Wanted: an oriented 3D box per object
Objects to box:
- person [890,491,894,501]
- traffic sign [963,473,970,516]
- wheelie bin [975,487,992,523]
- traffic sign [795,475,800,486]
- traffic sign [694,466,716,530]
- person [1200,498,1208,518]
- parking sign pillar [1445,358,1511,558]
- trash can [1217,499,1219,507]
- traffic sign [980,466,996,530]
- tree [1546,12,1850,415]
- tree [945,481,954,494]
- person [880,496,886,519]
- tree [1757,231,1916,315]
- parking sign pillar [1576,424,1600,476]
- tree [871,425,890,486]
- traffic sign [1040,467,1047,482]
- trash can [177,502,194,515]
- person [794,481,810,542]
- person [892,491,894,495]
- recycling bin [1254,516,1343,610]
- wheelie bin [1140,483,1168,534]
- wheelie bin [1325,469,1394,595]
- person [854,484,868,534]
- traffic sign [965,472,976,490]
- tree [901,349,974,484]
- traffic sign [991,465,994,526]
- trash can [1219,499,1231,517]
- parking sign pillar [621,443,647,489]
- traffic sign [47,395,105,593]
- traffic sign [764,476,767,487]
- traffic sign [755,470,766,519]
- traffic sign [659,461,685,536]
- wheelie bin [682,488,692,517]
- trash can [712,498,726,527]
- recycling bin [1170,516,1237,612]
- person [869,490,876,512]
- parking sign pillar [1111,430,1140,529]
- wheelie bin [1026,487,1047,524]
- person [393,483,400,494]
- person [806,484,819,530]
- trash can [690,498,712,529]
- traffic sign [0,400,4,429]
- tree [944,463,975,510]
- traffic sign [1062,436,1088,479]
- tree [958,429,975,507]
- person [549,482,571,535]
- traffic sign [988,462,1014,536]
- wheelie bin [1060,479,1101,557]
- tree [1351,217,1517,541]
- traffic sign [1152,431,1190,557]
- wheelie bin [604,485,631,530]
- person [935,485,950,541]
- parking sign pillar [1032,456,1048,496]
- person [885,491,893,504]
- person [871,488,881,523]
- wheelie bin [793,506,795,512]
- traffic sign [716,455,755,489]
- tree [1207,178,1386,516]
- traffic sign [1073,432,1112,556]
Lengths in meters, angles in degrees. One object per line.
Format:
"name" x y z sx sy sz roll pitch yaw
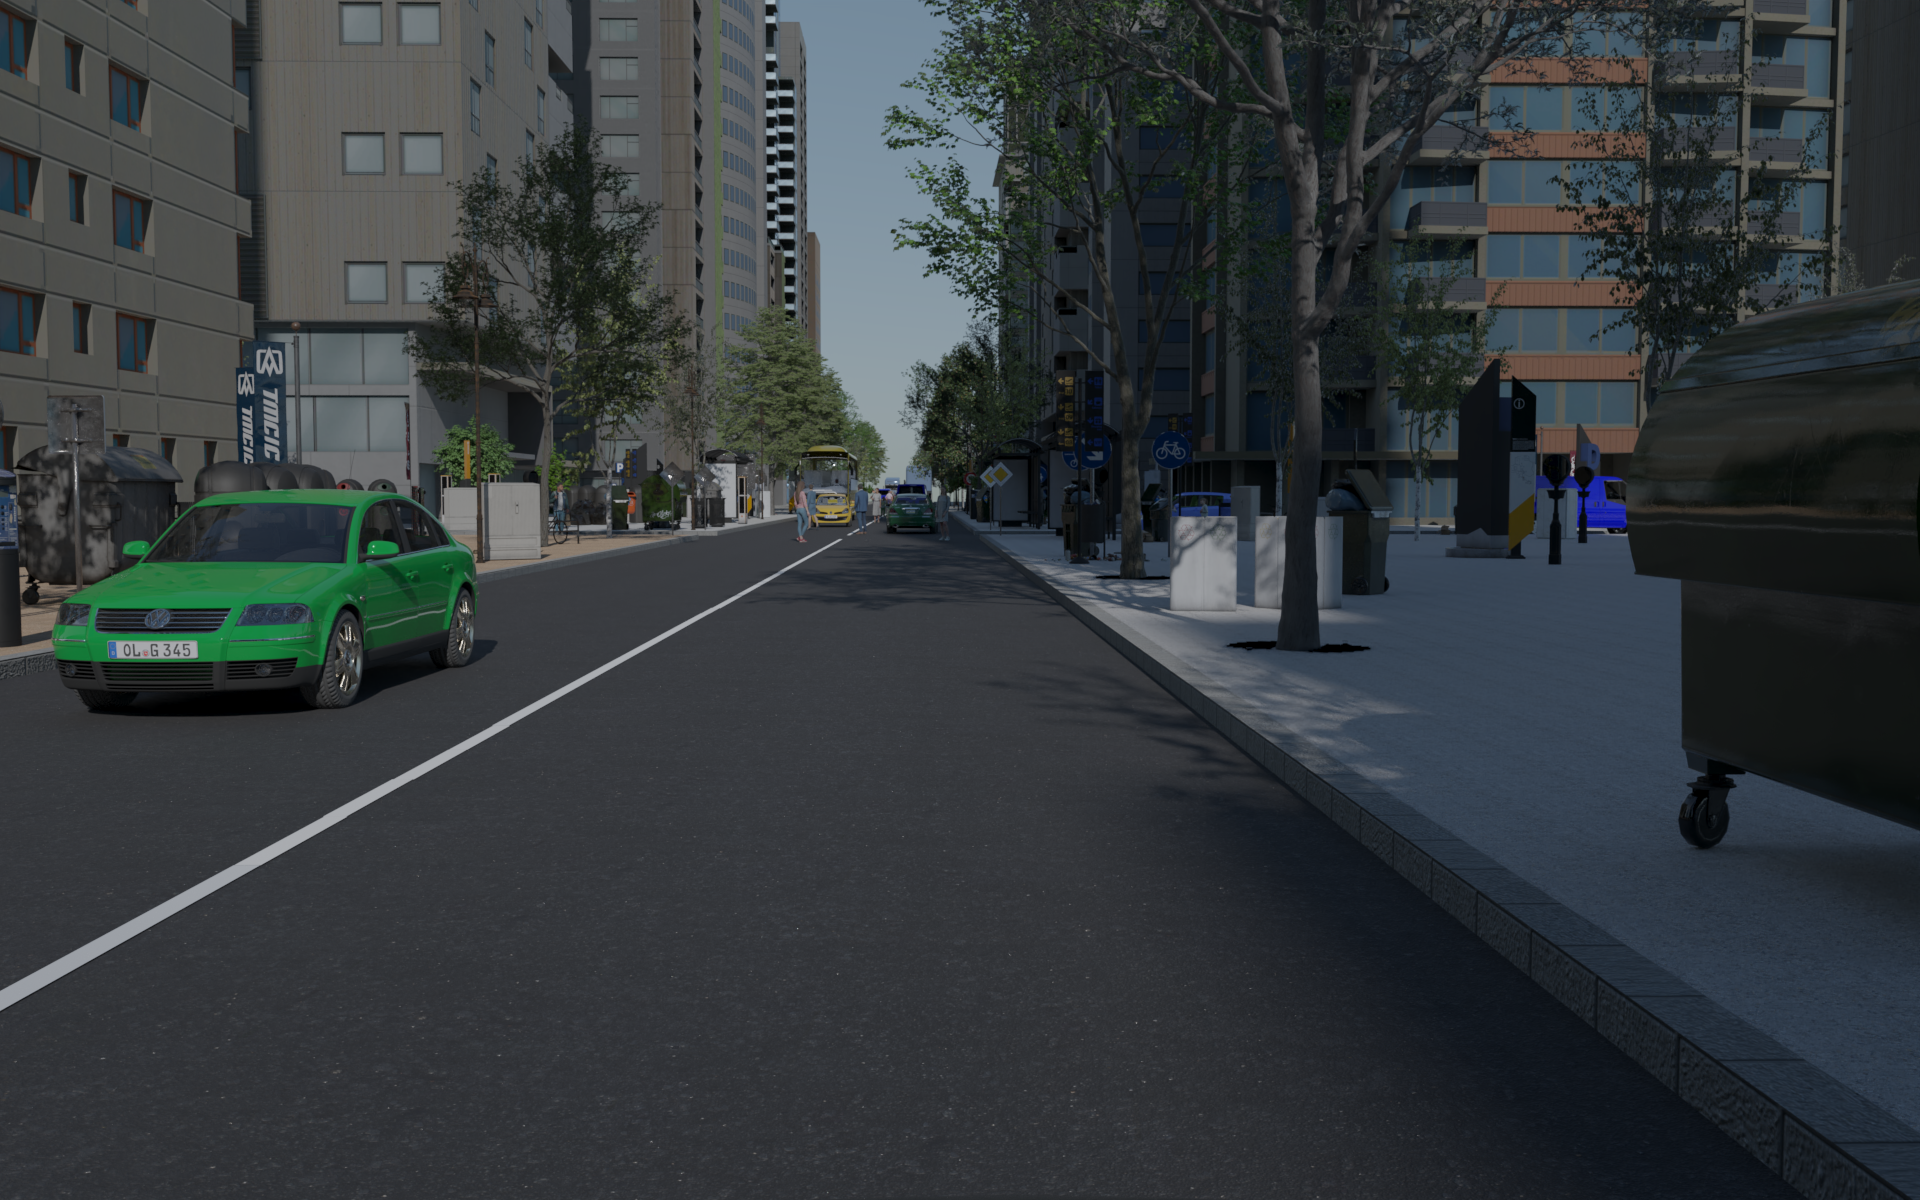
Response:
"person" -7.438 -10.771 185.161 0.990 1.755 0.434 -2 4 -30
"traffic sign" 0.586 -6.244 102.198 0.768 2.556 0.104 0 4 0
"wheelie bin" 1.115 -4.276 77.817 0.693 1.594 0.980 -2 4 -25
"traffic sign" -10.596 -6.937 113.521 0.768 2.556 0.104 0 4 7
"traffic sign" -9.009 -3.523 61.237 0.795 2.450 0.064 0 4 -1
"person" 7.942 -2.675 56.510 0.394 1.301 0.425 -2 4 -29
"parking sign pillar" 10.634 -2.856 35.172 1.447 3.967 1.447 -1 4 -15
"trash can" 15.516 -5.884 107.850 0.748 1.137 0.748 0 3 0
"traffic sign" 1.083 -3.534 61.431 0.795 2.450 0.064 0 4 -1
"tree" 11.072 -4.659 26.545 4.360 8.622 3.978 0 3 0
"tree" -1.094 -11.418 181.282 1.663 3.219 1.824 0 3 0
"person" -4.512 -5.426 101.464 0.306 1.304 0.590 -1 4 -18
"tree" 26.417 -6.145 50.830 4.360 8.622 3.978 0 3 0
"parking sign pillar" 24.173 -4.783 66.675 1.447 3.967 1.447 3 5 43
"tree" -14.369 -21.262 265.758 7.486 12.596 7.792 0 3 0
"traffic sign" 3.592 -4.850 79.396 0.768 2.556 0.104 0 4 1
"trash can" -14.254 -1.263 32.299 0.748 1.137 0.748 0 3 0
"person" -4.698 -2.639 51.651 0.555 1.821 0.388 2 4 35
"person" -7.239 -11.006 189.185 0.721 1.736 1.217 0 4 -4
"recycling bin" 3.810 -0.425 19.496 0.722 1.027 0.722 -3 5 -39
"wheelie bin" 5.603 -2.560 49.766 0.693 1.594 0.980 -2 4 -29
"wheelie bin" 5.091 -0.875 22.212 0.693 1.594 0.980 3 5 40
"person" -3.502 -3.240 61.656 0.419 1.800 0.721 3 5 40
"traffic sign" 0.651 -6.176 101.076 0.768 2.556 0.104 0 4 3
"tree" -0.506 -22.444 222.846 12.611 20.169 13.585 0 3 0
"traffic sign" 1.362 -4.288 70.120 0.884 2.594 0.081 0 4 6
"trash can" 15.015 -5.157 95.972 0.748 1.137 0.748 0 3 0
"parking sign pillar" -17.048 -6.249 90.640 1.447 3.967 1.447 -2 4 -35
"traffic sign" -9.153 -0.968 17.961 0.606 2.300 0.079 0 4 3
"traffic sign" -10.997 -5.743 96.023 0.606 2.300 0.079 0 4 4
"traffic sign" -10.502 -5.530 90.519 0.768 2.556 0.104 0 4 4
"traffic sign" -8.839 -3.034 53.254 0.795 2.450 0.064 0 4 -1
"wheelie bin" -14.928 -5.341 95.240 0.980 1.594 0.693 2 4 27
"trash can" -9.413 -3.392 67.108 0.748 1.137 0.748 0 3 0
"recycling bin" 2.713 -0.410 19.266 0.722 1.027 0.722 1 4 9
"person" -6.981 -7.956 139.030 0.568 1.767 0.683 0 4 -1
"parking sign pillar" 5.857 -4.630 64.181 1.447 3.967 1.447 1 4 20
"wheelie bin" 3.227 -4.046 74.065 0.980 1.594 0.693 0 4 -7
"person" -17.994 -2.835 55.034 0.511 1.800 0.466 -1 4 -16
"person" -5.857 -3.673 68.574 0.581 1.822 0.654 -3 4 -39
"trash can" -9.662 -3.216 64.227 0.748 1.137 0.748 0 3 0
"traffic sign" -10.943 -1.164 19.133 0.768 2.556 0.104 0 4 0
"tree" 0.259 -9.537 139.649 4.285 4.588 4.351 0 3 0
"traffic sign" 2.611 -2.315 37.957 0.768 2.556 0.104 0 4 -1
"tree" 0.499 -13.367 168.909 4.360 8.622 3.978 0 3 0
"person" -13.259 -3.002 57.570 0.794 1.824 0.713 -1 4 -15
"traffic sign" 1.254 -3.046 53.448 0.795 2.450 0.064 0 4 -1
"wheelie bin" 2.469 -1.692 35.567 0.693 1.594 0.980 -2 4 -26
"tree" 12.731 -5.915 47.075 4.737 8.622 4.395 0 3 0
"traffic sign" 4.254 -2.136 35.036 0.768 2.556 0.104 0 4 4
"wheelie bin" -12.287 -3.305 61.948 0.980 1.594 0.693 -2 4 -35
"person" -0.512 -2.693 53.527 0.512 1.701 0.522 2 4 26
"parking sign pillar" 5.300 -7.596 112.663 1.447 3.967 1.447 -3 5 -41
"person" -6.051 -8.568 149.526 0.756 1.711 0.436 3 5 41
"person" -4.217 -4.763 86.952 0.480 1.755 0.524 1 4 10
"wheelie bin" -11.857 -7.275 126.857 0.980 1.594 0.693 -1 4 -12
"traffic sign" -11.657 -5.823 89.080 2.265 3.308 0.079 0 4 0
"tree" 7.883 -5.562 41.302 4.360 8.622 3.978 0 3 0
"traffic sign" 2.653 -2.120 34.761 0.768 2.556 0.104 0 4 4
